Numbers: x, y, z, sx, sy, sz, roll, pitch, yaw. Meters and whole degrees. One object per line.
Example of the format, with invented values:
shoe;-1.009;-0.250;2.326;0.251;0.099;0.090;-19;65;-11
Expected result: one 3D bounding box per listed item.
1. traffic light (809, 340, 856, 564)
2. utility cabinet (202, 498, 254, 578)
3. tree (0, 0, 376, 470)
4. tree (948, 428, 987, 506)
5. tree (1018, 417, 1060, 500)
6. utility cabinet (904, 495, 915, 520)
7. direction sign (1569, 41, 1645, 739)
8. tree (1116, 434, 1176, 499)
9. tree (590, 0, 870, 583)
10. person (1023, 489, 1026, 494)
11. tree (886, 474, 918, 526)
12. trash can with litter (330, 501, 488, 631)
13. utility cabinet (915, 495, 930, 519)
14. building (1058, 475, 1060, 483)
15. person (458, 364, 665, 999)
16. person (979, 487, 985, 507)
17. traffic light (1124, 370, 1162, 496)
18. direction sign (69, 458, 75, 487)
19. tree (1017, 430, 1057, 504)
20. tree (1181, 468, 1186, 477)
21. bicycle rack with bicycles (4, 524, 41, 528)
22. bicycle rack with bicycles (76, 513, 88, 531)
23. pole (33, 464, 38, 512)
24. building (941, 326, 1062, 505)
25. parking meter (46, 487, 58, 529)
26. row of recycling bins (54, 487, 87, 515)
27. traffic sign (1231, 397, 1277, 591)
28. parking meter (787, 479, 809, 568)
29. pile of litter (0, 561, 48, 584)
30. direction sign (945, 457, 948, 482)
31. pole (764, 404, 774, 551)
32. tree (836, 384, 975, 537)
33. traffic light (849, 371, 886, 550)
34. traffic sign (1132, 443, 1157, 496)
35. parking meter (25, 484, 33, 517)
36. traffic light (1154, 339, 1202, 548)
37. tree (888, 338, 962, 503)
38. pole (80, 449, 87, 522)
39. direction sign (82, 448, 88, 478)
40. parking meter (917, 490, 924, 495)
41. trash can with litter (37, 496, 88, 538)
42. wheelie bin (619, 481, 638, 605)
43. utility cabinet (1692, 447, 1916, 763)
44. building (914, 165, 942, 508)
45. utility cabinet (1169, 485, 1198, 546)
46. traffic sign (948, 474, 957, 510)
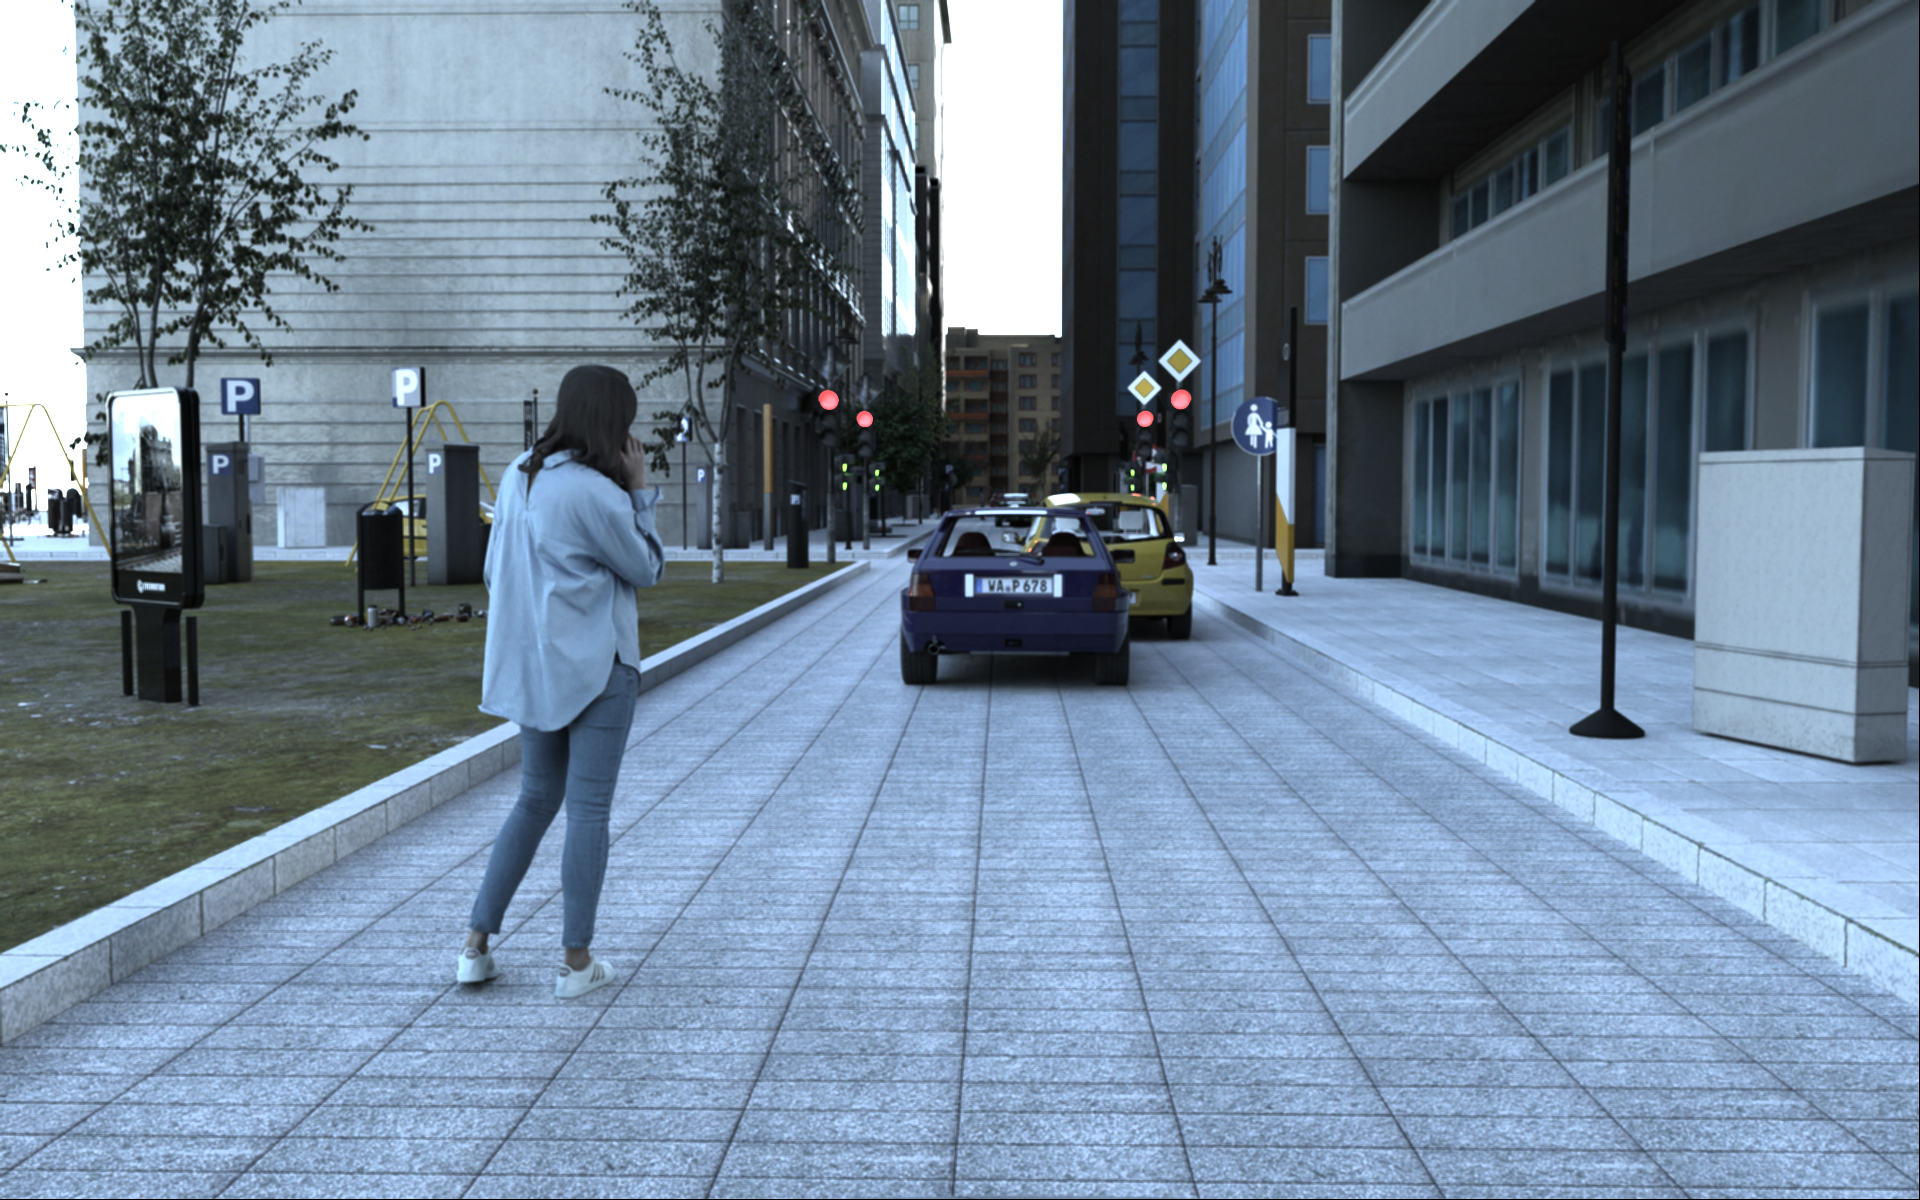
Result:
traffic light;-2.345;-2.617;31.701;0.839;4.253;0.868;0;4;2
utility cabinet;-11.375;-0.937;26.478;1.020;1.237;0.306;0;4;-4
tree;-9.147;-4.280;20.338;4.360;8.622;3.978;0;3;0
tree;0.755;-14.794;192.250;4.360;8.622;3.978;0;3;0
tree;7.746;-13.167;165.639;4.737;8.622;4.395;0;3;0
utility cabinet;-2.606;-4.595;86.295;0.306;1.237;1.020;-1;4;-12
direction sign;3.455;-1.049;9.145;0.379;3.537;0.876;2;4;25
tree;5.690;-3.571;52.993;1.663;3.219;1.824;0;3;0
tree;-3.441;-4.566;25.013;4.360;8.622;3.978;0;3;0
person;4.968;-7.723;134.710;0.705;1.831;1.348;0;4;-7
tree;-2.405;-4.596;69.752;1.663;3.219;1.824;0;3;0
trash can with litter;-5.427;-0.387;17.387;1.678;1.210;2.233;2;4;31
utility cabinet;-2.100;-4.849;90.443;1.020;1.237;0.306;2;4;26
building;20.716;-45.172;176.817;20.563;71.187;20.611;0;4;2
person;-1.161;0.232;4.967;0.793;1.790;0.793;0;4;5
person;1.229;-5.321;95.510;0.388;1.821;0.555;0;4;6
traffic light;4.177;-3.096;39.533;0.839;4.253;0.868;0;4;2
direction sign;-56.539;-7.239;110.356;0.379;3.537;0.876;-1;4;-9
tree;8.744;-14.800;192.336;4.360;8.622;3.978;0;3;0
tree;6.389;-3.715;55.349;1.663;3.219;1.824;0;3;0
bicycle rack with bicycles;-35.923;-3.157;65.007;2.925;0.926;2.852;1;4;20
bicycle rack with bicycles;-29.144;-2.868;60.277;2.925;0.926;2.852;-2;4;-27
pole;-62.330;-7.520;116.794;0.158;3.312;0.155;0;3;0
building;0.491;-22.552;213.758;28.899;21.520;27.650;0;4;2
parking meter;-33.301;-3.374;63.572;0.372;1.533;0.369;0;3;0
row of recycling bins;-54.409;-6.124;107.247;3.534;1.692;1.069;-1;4;-19
traffic sign;3.947;-1.387;22.783;0.768;2.556;0.104;0;4;7
parking meter;-2.814;-1.322;30.024;0.372;1.533;0.369;0;3;0
pile of litter;-13.927;-0.658;24.718;1.719;0.858;1.176;-2;4;-35
direction sign;-0.834;-6.934;105.372;0.379;3.537;0.876;-1;4;-9
pole;-4.343;-2.779;39.279;0.158;3.312;0.155;0;3;0
tree;-2.267;-4.170;51.890;4.285;4.588;4.351;0;3;0
traffic light;-2.133;-3.105;39.684;0.839;4.253;0.868;0;4;2
traffic sign;4.660;-2.621;42.964;0.768;2.556;0.104;0;4;7
parking meter;-52.402;-5.611;97.456;0.399;1.863;0.255;3;4;37
traffic light;3.965;-2.607;31.550;0.839;4.253;0.868;0;4;2
tree;-1.894;-8.066;82.243;4.737;8.622;4.395;0;3;0
pole;-39.584;-5.162;78.234;0.158;3.312;0.155;0;3;0
direction sign;-42.604;-5.693;85.075;0.876;3.537;0.379;-1;4;-14
parking meter;-2.194;-5.360;96.042;0.372;1.533;0.369;0;3;0
trash can with litter;-26.573;-2.470;51.437;2.233;1.210;1.678;3;5;44
wheelie bin;-3.500;-0.567;17.182;0.693;1.594;0.980;0;4;4
utility cabinet;4.212;-0.001;8.698;0.318;1.500;1.173;-1;4;-14
building;-8.885;-23.260;152.004;14.160;30.474;14.107;0;4;2
utility cabinet;5.330;-2.051;42.213;0.318;1.500;1.173;3;5;44
traffic sign;-0.547;-6.729;110.128;0.768;2.556;0.104;0;4;3
